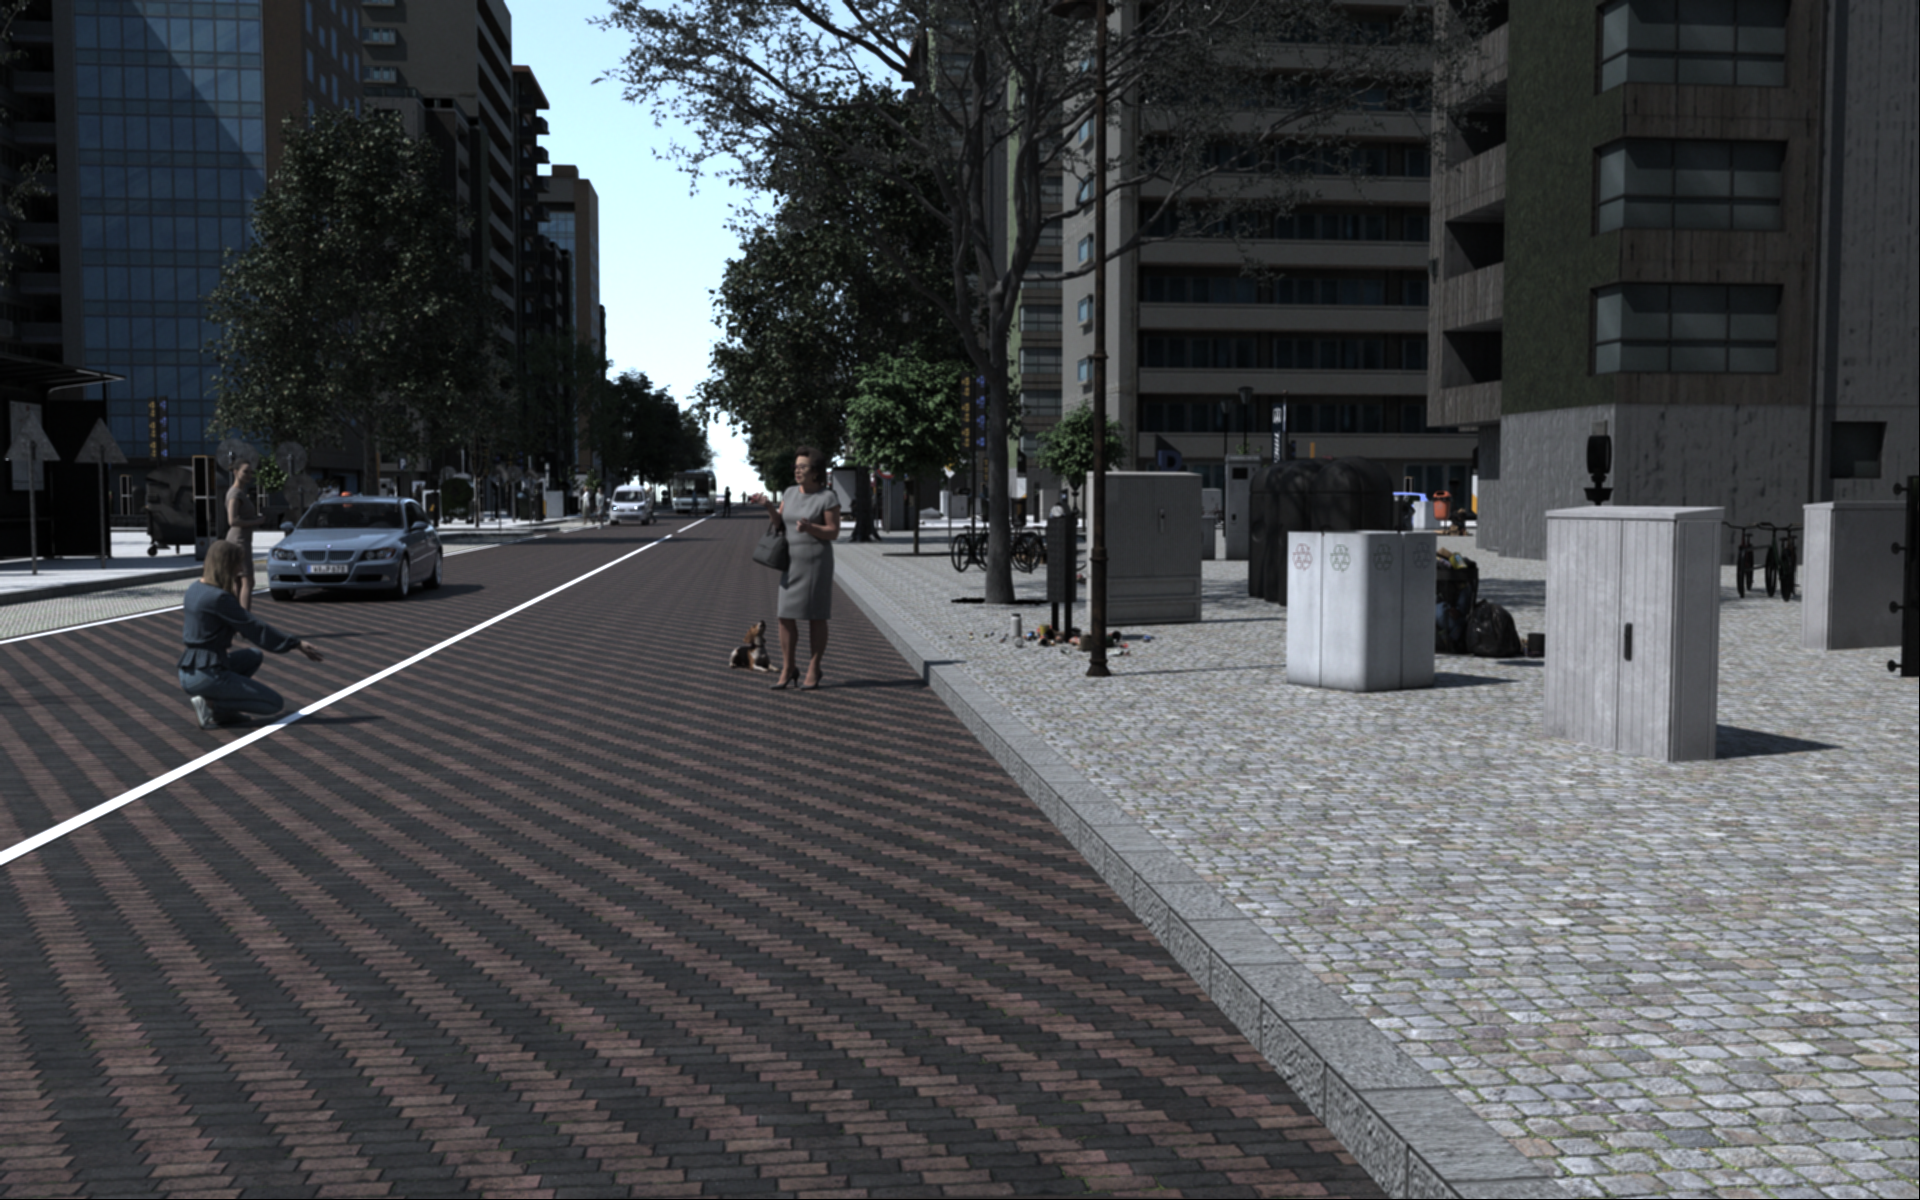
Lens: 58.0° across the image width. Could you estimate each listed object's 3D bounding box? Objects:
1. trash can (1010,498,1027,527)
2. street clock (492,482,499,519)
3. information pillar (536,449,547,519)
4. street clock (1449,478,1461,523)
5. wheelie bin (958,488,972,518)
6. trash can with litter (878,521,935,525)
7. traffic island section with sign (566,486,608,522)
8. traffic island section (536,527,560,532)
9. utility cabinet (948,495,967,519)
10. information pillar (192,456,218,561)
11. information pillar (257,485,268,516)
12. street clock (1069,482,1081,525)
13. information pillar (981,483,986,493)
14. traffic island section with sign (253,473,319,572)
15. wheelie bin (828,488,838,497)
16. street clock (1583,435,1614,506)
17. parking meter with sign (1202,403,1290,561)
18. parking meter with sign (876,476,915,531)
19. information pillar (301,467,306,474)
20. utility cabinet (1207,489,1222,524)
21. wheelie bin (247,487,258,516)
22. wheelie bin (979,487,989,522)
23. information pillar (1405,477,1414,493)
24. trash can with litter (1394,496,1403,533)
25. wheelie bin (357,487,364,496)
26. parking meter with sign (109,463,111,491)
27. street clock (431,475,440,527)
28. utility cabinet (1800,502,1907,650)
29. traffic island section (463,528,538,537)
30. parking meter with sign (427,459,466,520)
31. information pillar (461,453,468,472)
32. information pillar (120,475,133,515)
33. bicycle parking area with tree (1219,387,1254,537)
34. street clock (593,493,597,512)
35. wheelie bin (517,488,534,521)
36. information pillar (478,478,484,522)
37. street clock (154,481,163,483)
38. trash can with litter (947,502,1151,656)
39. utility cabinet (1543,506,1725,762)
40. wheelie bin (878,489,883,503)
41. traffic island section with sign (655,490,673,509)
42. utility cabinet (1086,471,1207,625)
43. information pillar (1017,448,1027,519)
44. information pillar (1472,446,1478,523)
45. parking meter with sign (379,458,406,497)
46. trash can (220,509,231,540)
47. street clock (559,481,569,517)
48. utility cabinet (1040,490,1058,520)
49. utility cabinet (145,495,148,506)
[{"bbox_3d":[2.292,-3.428,67.700,0.748,1.137,0.748,0,3,0],"label":"trash can"},{"bbox_3d":[-24.336,-5.281,90.909,0.471,2.002,0.358,-1,4,-12],"label":"street clock"},{"bbox_3d":[-21.441,-5.949,88.626,0.504,3.616,0.183,-1,4,-19],"label":"information pillar"},{"bbox_3d":[21.999,-4.433,77.050,0.471,2.002,0.358,3,5,41],"label":"street clock"},{"bbox_3d":[0.304,-5.219,93.236,0.980,1.594,0.693,-1,4,-13],"label":"wheelie bin"},{"bbox_3d":[-2.170,-3.741,72.228,2.233,1.210,1.678,1,4,21],"label":"trash can with litter"},{"bbox_3d":[-19.059,-4.887,88.536,1.989,1.847,2.006,0,4,-7],"label":"traffic island section with sign"},{"bbox_3d":[-16.429,-2.687,66.218,2.009,0.180,2.903,0,4,-7],"label":"traffic island section"},{"bbox_3d":[-0.112,-4.716,88.265,1.020,1.237,0.306,-2,4,-33],"label":"utility cabinet"},{"bbox_3d":[-14.504,-1.761,33.289,0.304,2.012,0.304,0,4,7],"label":"information pillar"},{"bbox_3d":[-28.803,-4.103,71.576,0.304,2.012,0.304,1,4,11],"label":"information pillar"},{"bbox_3d":[4.720,-4.059,70.939,0.471,2.002,0.358,-2,4,-25],"label":"street clock"},{"bbox_3d":[1.601,-6.997,118.887,0.304,2.012,0.304,-1,4,-12],"label":"information pillar"},{"bbox_3d":[-12.502,-1.469,32.644,1.989,1.847,2.006,0,4,-7],"label":"traffic island section with sign"},{"bbox_3d":[-6.318,-4.642,83.804,0.693,1.594,0.980,1,4,18],"label":"wheelie bin"},{"bbox_3d":[7.902,-1.033,21.455,0.358,2.002,0.471,2,4,29],"label":"street clock"},{"bbox_3d":[5.459,-2.275,33.455,1.738,3.016,0.543,0,4,6],"label":"parking meter with sign"},{"bbox_3d":[-2.280,-3.898,59.987,0.543,3.016,1.738,3,5,43],"label":"parking meter with sign"},{"bbox_3d":[-30.031,-5.376,79.248,0.183,3.616,0.504,0,4,-8],"label":"information pillar"},{"bbox_3d":[10.635,-3.992,73.943,1.173,1.500,0.318,-2,4,-33],"label":"utility cabinet"},{"bbox_3d":[-33.557,-4.568,82.593,0.980,1.594,0.693,-2,4,-26],"label":"wheelie bin"},{"bbox_3d":[1.295,-4.344,78.931,0.980,1.594,0.693,-1,4,-20],"label":"wheelie bin"},{"bbox_3d":[19.431,-4.308,74.921,0.304,2.012,0.304,3,5,40],"label":"information pillar"},{"bbox_3d":[12.928,-2.456,51.209,1.678,1.210,2.233,0,4,1],"label":"trash can with litter"},{"bbox_3d":[-26.837,-4.321,78.563,0.980,1.594,0.693,-2,4,-25],"label":"wheelie bin"},{"bbox_3d":[-41.703,-5.399,84.533,0.543,3.016,1.738,-2,4,-25],"label":"parking meter with sign"},{"bbox_3d":[-20.167,-3.794,66.601,0.358,2.002,0.471,-1,4,-21],"label":"street clock"},{"bbox_3d":[7.522,-0.206,14.524,1.020,1.237,0.306,-2,4,-25],"label":"utility cabinet"},{"bbox_3d":[-15.497,-2.202,58.288,2.009,0.180,2.903,0,4,-7],"label":"traffic island section"},{"bbox_3d":[-25.157,-5.421,84.893,1.738,3.016,0.543,-1,4,-11],"label":"parking meter with sign"},{"bbox_3d":[-28.282,-6.582,98.967,0.504,3.616,0.183,2,4,31],"label":"information pillar"},{"bbox_3d":[-32.712,-3.884,67.999,0.304,2.012,0.304,0,4,1],"label":"information pillar"},{"bbox_3d":[7.628,-3.797,49.089,9.016,4.147,8.231,1,4,16],"label":"bicycle parking area with tree"},{"bbox_3d":[-26.443,-7.386,125.328,0.471,2.002,0.358,2,4,29],"label":"street clock"},{"bbox_3d":[-21.079,-4.658,84.063,0.693,1.594,0.980,0,4,7],"label":"wheelie bin"},{"bbox_3d":[-22.187,-4.613,79.913,0.304,2.012,0.304,2,4,30],"label":"information pillar"},{"bbox_3d":[-31.957,-3.958,69.279,0.358,2.002,0.471,1,4,16],"label":"street clock"},{"bbox_3d":[0.851,-0.225,14.733,1.678,1.210,2.233,-1,4,-10],"label":"trash can with litter"},{"bbox_3d":[3.375,0.146,8.768,0.306,1.237,1.020,-1,4,-16],"label":"utility cabinet"},{"bbox_3d":[-4.881,-6.002,106.037,0.980,1.594,0.693,0,4,3],"label":"wheelie bin"},{"bbox_3d":[-28.025,-9.552,164.802,1.989,1.847,2.006,0,4,-7],"label":"traffic island section with sign"},{"bbox_3d":[1.822,-0.510,17.024,1.173,1.500,0.318,-2,4,-28],"label":"utility cabinet"},{"bbox_3d":[3.109,-5.883,87.545,0.504,3.616,0.183,1,4,16],"label":"information pillar"},{"bbox_3d":[22.692,-5.167,75.831,0.504,3.616,0.183,2,4,25],"label":"information pillar"},{"bbox_3d":[-28.064,-5.422,84.915,1.738,3.016,0.543,1,4,14],"label":"parking meter with sign"},{"bbox_3d":[-17.261,-1.796,41.024,0.748,1.137,0.748,0,3,0],"label":"trash can"},{"bbox_3d":[-21.884,-5.577,95.761,0.471,2.002,0.358,-1,4,-20],"label":"street clock"},{"bbox_3d":[4.294,-4.628,84.347,0.318,1.500,1.173,3,5,43],"label":"utility cabinet"},{"bbox_3d":[-40.305,-4.570,85.881,1.020,1.237,0.306,0,4,5],"label":"utility cabinet"}]
